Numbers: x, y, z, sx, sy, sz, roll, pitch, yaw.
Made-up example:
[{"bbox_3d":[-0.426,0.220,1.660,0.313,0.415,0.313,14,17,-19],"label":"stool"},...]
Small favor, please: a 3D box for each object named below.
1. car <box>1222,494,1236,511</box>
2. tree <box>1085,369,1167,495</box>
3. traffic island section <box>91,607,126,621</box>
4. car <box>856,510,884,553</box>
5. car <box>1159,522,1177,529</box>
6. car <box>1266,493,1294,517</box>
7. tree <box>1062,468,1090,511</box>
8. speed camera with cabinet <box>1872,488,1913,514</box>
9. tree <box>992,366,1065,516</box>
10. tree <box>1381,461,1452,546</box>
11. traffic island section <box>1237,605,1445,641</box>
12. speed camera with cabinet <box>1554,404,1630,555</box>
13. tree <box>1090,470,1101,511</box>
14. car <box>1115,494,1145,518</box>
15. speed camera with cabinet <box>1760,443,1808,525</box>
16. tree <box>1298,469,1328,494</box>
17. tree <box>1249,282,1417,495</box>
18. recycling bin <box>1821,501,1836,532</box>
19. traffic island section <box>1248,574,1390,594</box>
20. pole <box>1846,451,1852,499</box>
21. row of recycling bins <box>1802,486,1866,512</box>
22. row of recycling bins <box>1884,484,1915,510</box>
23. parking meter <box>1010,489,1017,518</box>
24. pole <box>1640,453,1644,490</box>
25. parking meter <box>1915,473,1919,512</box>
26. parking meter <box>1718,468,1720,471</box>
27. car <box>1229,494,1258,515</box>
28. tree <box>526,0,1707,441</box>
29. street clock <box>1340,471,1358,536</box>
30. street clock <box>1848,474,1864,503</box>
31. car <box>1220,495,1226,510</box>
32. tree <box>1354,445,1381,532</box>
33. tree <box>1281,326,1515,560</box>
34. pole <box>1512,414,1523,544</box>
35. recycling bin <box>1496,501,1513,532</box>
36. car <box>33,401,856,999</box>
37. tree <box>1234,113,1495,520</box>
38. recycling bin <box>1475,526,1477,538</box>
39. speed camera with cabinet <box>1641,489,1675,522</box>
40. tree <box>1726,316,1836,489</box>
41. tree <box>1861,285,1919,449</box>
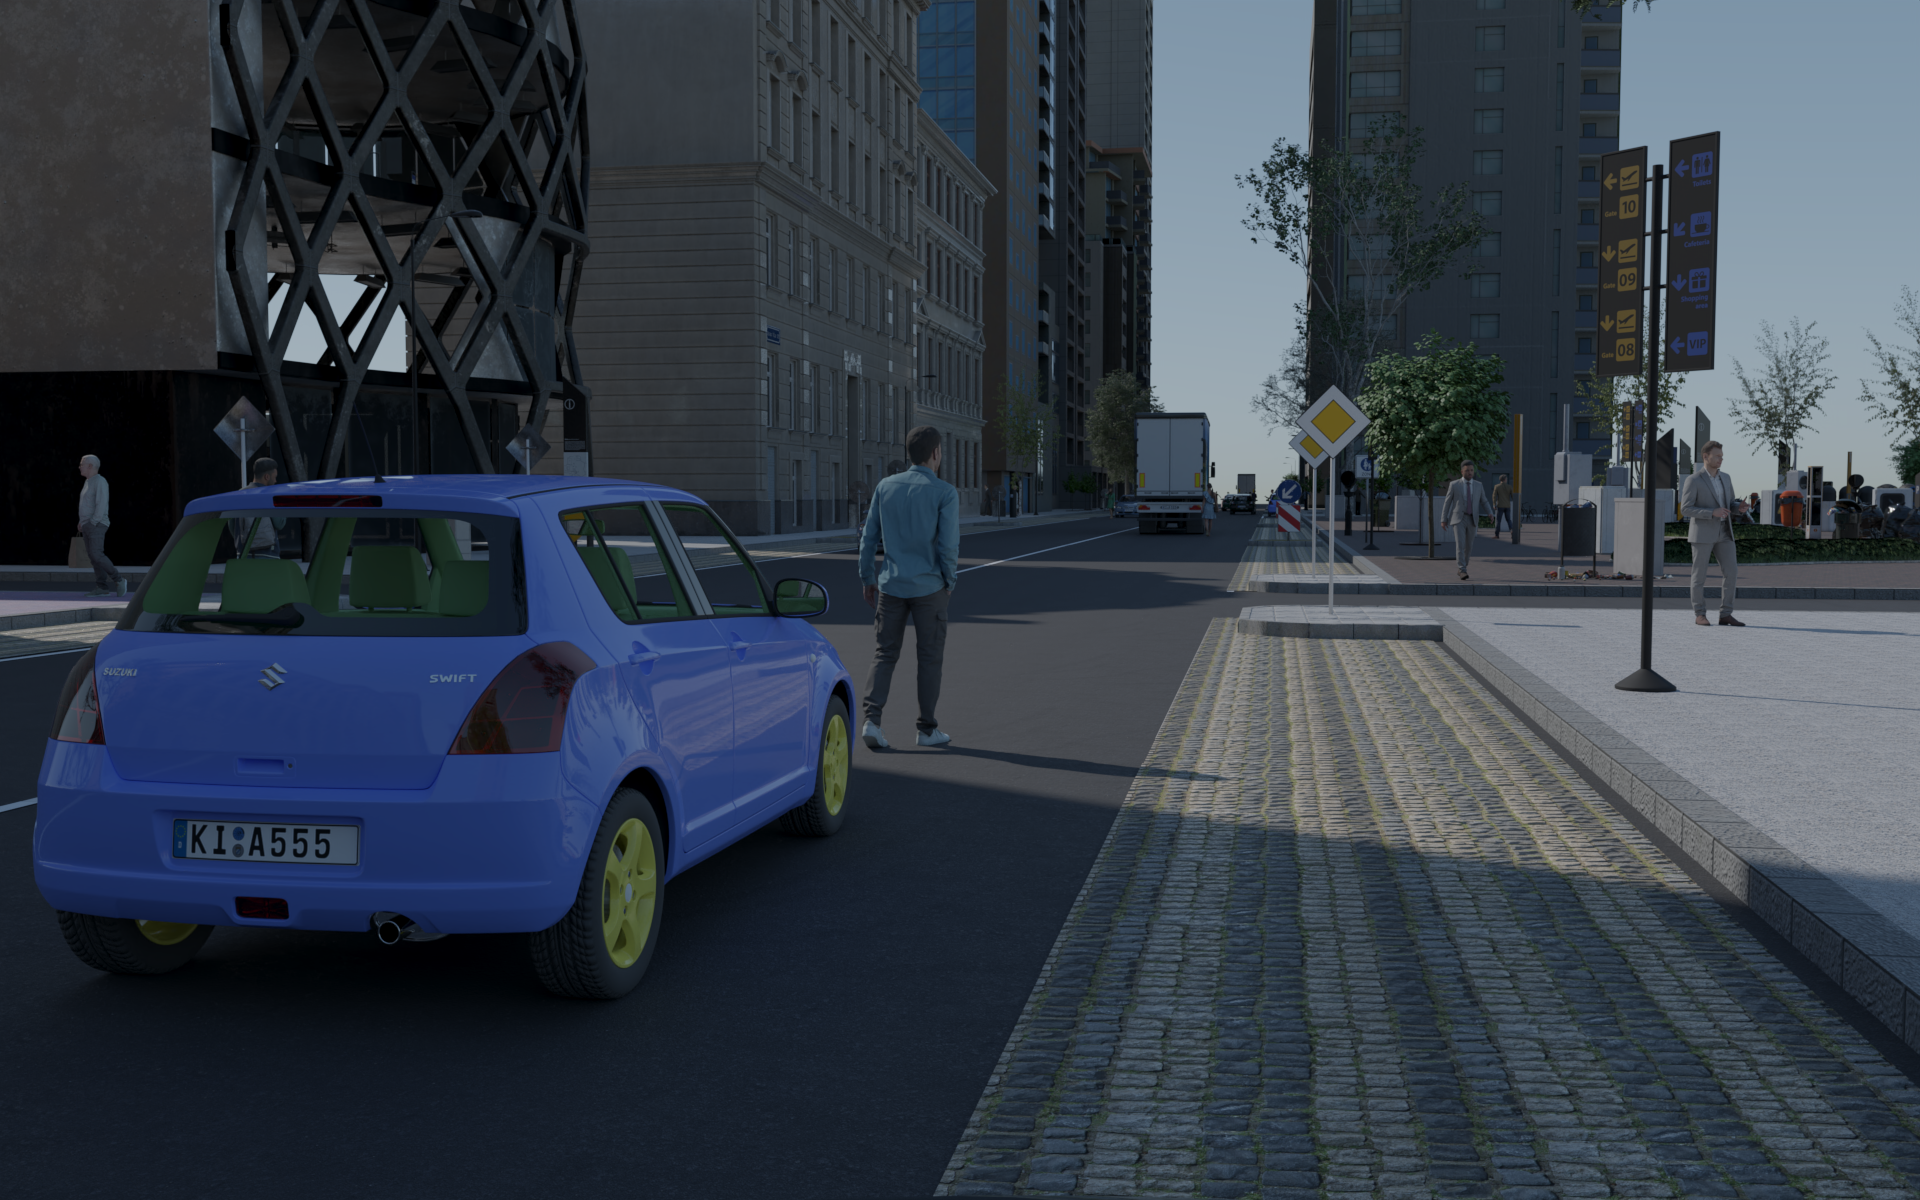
[{"bbox_3d":[22.991,-8.170,145.373,2.131,1.459,4.920,1,4,12],"label":"car"},{"bbox_3d":[16.990,-16.403,174.844,9.857,13.997,8.962,0,3,0],"label":"tree"},{"bbox_3d":[-8.547,0.096,20.708,2.009,0.180,2.903,1,4,10],"label":"traffic island section"},{"bbox_3d":[-1.325,-1.913,43.275,2.014,1.417,4.499,1,4,10],"label":"car"},{"bbox_3d":[9.270,-3.932,73.082,1.959,1.807,4.718,1,4,9],"label":"car"},{"bbox_3d":[20.657,-6.228,111.417,1.945,1.707,3.694,1,4,10],"label":"car"},{"bbox_3d":[8.307,-8.264,129.717,1.663,3.219,1.824,0,3,0],"label":"tree"},{"bbox_3d":[27.878,-3.444,50.647,2.038,3.252,0.660,1,4,21],"label":"speed camera with cabinet"},{"bbox_3d":[3.666,-9.153,100.019,4.737,8.622,4.395,0,3,0],"label":"tree"},{"bbox_3d":[11.702,-2.989,43.471,1.663,3.219,1.824,0,3,0],"label":"tree"},{"bbox_3d":[3.991,0.235,18.446,2.009,0.180,2.903,1,4,10],"label":"traffic island section"},{"bbox_3d":[13.634,-2.640,37.507,0.660,3.252,2.038,-1,4,-10],"label":"speed camera with cabinet"},{"bbox_3d":[9.902,-8.589,135.036,1.663,3.219,1.824,0,3,0],"label":"tree"},{"bbox_3d":[10.551,-5.760,106.178,2.014,1.417,4.499,1,4,11],"label":"car"},{"bbox_3d":[31.989,-4.449,67.081,2.038,3.252,0.660,-2,4,-24],"label":"speed camera with cabinet"},{"bbox_3d":[23.582,-7.369,115.079,1.663,3.219,1.824,0,3,0],"label":"tree"},{"bbox_3d":[21.992,-11.604,100.089,12.009,13.543,11.850,0,3,0],"label":"tree"},{"bbox_3d":[29.472,-2.850,59.144,0.722,1.027,0.722,-3,5,-45],"label":"recycling bin"},{"bbox_3d":[5.411,-0.246,26.304,2.009,0.180,2.903,1,4,10],"label":"traffic island section"},{"bbox_3d":[42.531,-5.445,82.871,0.158,3.312,0.155,0,3,0],"label":"pole"},{"bbox_3d":[42.863,-4.737,84.569,3.534,1.692,1.069,1,4,11],"label":"row of recycling bins"},{"bbox_3d":[38.687,-3.839,69.888,3.534,1.692,1.069,0,4,-1],"label":"row of recycling bins"},{"bbox_3d":[2.880,-5.229,93.912,0.372,1.533,0.369,0,3,0],"label":"parking meter"},{"bbox_3d":[34.176,-5.690,86.868,0.158,3.312,0.155,0,3,0],"label":"pole"},{"bbox_3d":[25.123,-2.417,45.228,0.255,1.863,0.399,1,4,9],"label":"parking meter"},{"bbox_3d":[17.126,-2.073,39.603,0.399,1.863,0.255,1,4,15],"label":"parking meter"},{"bbox_3d":[19.991,-6.880,122.270,2.009,1.686,4.222,1,4,12],"label":"car"},{"bbox_3d":[3.962,-4.298,4.690,8.767,10.594,7.601,1,4,9],"label":"tree"},{"bbox_3d":[11.990,-2.988,53.426,0.471,2.002,0.358,2,4,30],"label":"street clock"},{"bbox_3d":[32.320,-3.544,62.509,0.358,2.002,0.471,-3,5,-41],"label":"street clock"},{"bbox_3d":[24.612,-8.840,156.888,2.083,1.381,4.827,1,4,10],"label":"car"},{"bbox_3d":[14.210,-3.912,58.567,1.663,3.219,1.824,0,3,0],"label":"tree"},{"bbox_3d":[9.368,-3.085,34.150,4.285,4.588,4.351,0,3,0],"label":"tree"},{"bbox_3d":[14.256,-3.086,44.296,0.158,3.312,0.155,0,3,0],"label":"pole"},{"bbox_3d":[18.603,-2.828,58.796,0.722,1.027,0.722,1,4,10],"label":"recycling bin"},{"bbox_3d":[-1.522,0.200,6.323,1.945,1.707,3.694,1,4,10],"label":"car"},{"bbox_3d":[20.541,-13.982,84.487,12.611,20.169,13.585,0,3,0],"label":"tree"},{"bbox_3d":[14.857,-2.372,51.330,0.722,1.027,0.722,0,4,-5],"label":"recycling bin"},{"bbox_3d":[22.232,-3.806,56.559,2.038,3.252,0.660,2,4,27],"label":"speed camera with cabinet"},{"bbox_3d":[33.741,-7.375,70.949,4.360,8.622,3.978,0,3,0],"label":"tree"},{"bbox_3d":[33.181,-6.659,59.245,4.360,8.622,3.978,0,3,0],"label":"tree"}]
